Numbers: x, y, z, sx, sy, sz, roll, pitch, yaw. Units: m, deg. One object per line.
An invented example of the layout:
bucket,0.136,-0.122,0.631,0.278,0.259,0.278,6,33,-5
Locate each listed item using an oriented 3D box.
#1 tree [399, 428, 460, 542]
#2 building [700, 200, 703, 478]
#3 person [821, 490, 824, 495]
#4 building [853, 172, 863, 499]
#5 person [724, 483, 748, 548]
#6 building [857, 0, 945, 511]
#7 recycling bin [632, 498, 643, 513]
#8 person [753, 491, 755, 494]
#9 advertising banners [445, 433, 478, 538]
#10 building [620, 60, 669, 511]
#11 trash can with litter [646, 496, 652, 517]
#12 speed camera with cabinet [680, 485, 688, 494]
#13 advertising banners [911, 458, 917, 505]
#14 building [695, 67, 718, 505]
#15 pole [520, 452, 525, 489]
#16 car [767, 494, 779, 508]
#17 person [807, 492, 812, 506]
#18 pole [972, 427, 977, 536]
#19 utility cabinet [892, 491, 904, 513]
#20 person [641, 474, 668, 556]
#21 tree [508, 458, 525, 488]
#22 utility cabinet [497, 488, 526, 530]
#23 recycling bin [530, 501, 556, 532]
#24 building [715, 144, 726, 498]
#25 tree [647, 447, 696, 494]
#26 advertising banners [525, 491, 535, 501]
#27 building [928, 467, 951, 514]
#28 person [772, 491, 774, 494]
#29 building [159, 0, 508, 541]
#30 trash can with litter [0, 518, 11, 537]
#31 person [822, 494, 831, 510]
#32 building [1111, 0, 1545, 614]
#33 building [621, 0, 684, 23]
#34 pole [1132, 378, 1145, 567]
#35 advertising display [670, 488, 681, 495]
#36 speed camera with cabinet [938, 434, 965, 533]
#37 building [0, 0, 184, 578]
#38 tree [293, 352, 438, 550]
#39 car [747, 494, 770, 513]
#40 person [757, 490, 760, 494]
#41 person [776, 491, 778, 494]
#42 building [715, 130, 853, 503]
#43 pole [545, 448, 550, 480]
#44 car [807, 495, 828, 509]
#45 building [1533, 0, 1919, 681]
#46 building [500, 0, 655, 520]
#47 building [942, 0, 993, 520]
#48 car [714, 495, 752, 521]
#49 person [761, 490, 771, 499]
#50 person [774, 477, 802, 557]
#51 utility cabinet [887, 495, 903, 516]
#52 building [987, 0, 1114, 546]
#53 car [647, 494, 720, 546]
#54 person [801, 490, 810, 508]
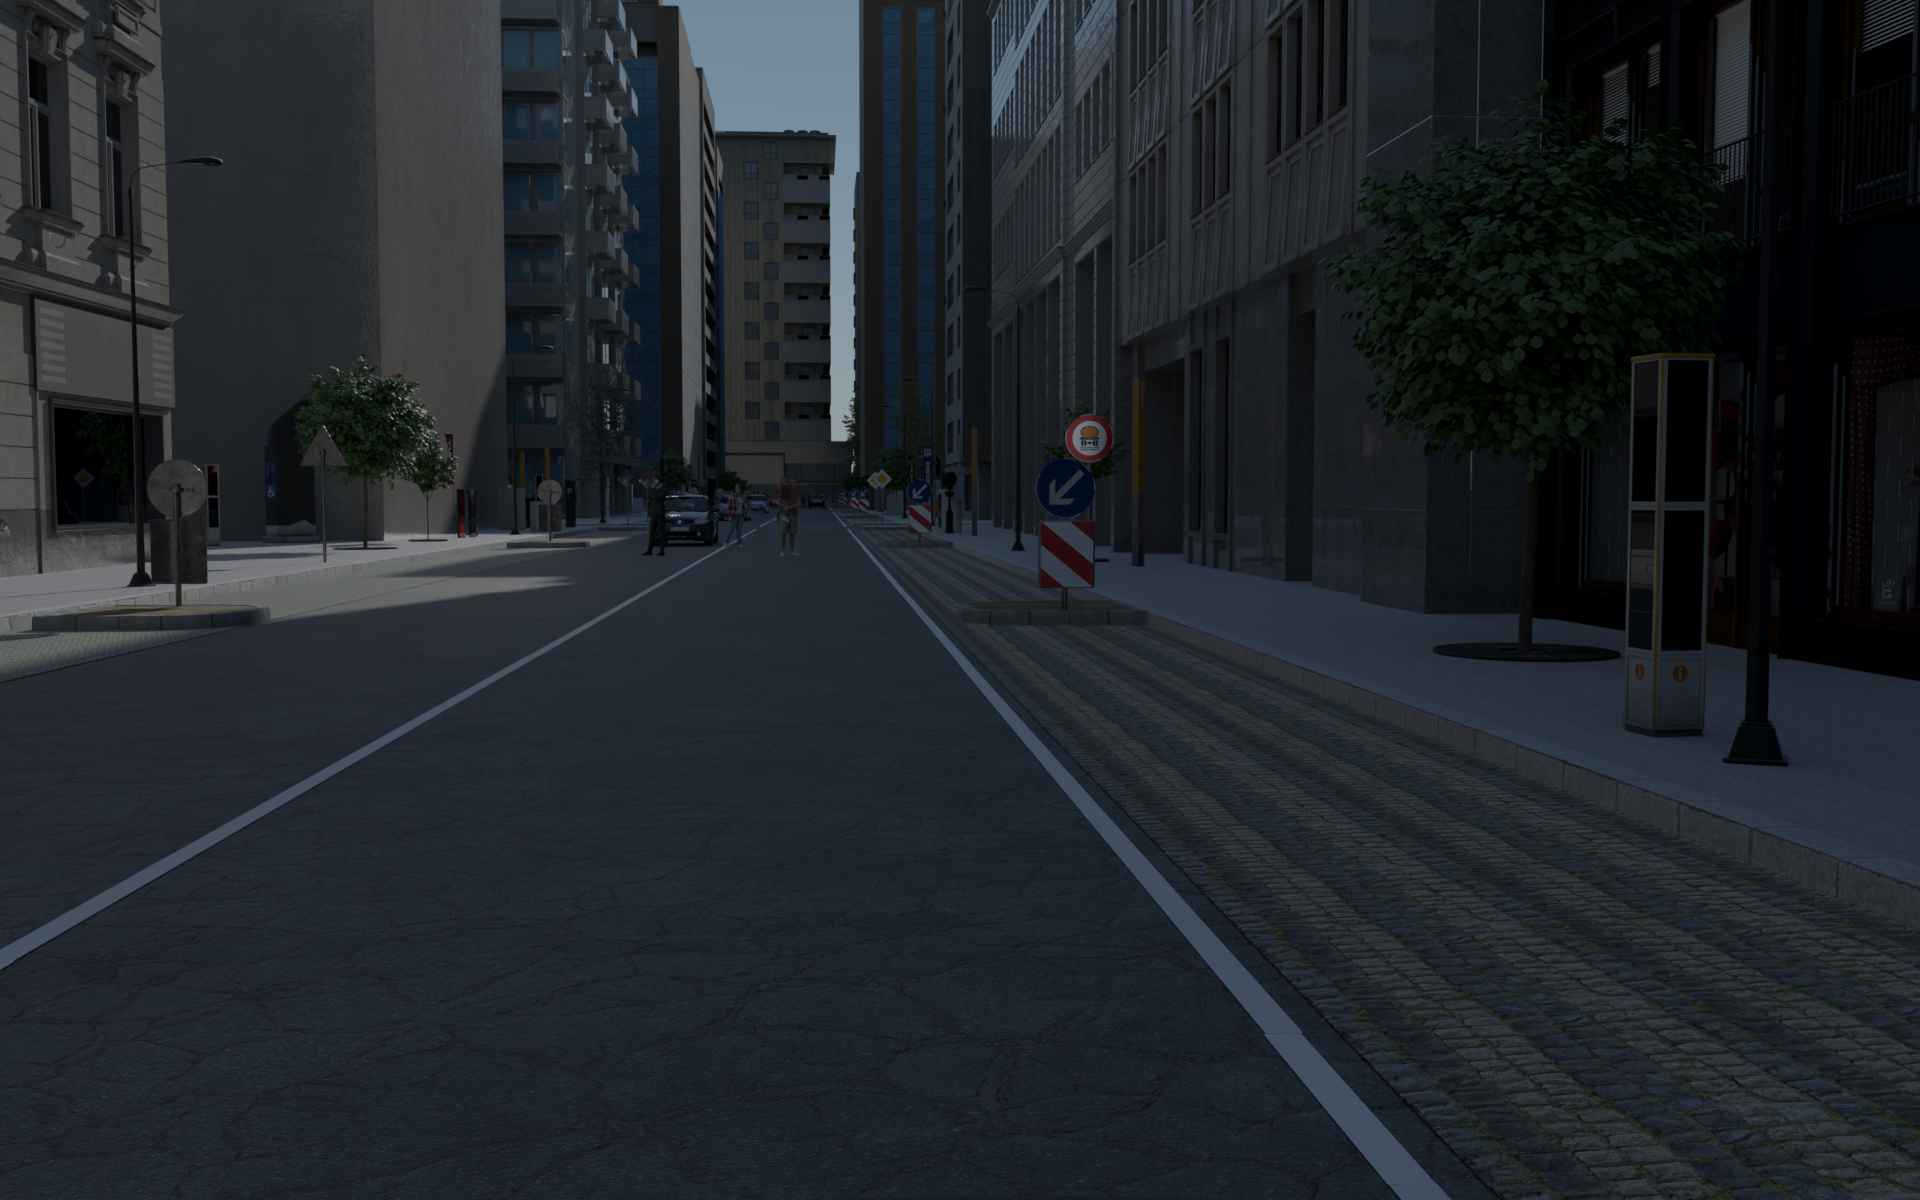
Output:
tree,-14.305,-3.199,46.898,1.663,3.219,1.824,0,3,0
building,-33.002,-31.868,171.146,14.600,45.320,14.200,0,4,-5
person,-15.005,-10.917,186.869,0.599,1.838,0.709,0,4,-2
building,-4.487,-38.190,248.106,21.600,48.544,21.300,0,4,-5
person,-5.926,-2.234,45.872,0.563,1.720,0.643,-3,5,-44
building,-1.075,-30.014,140.836,14.600,45.320,14.200,0,4,-5
recycling bin,-21.683,-6.311,115.732,0.722,1.027,0.722,-3,5,-44
person,-19.082,-9.309,161.410,0.721,1.735,1.217,2,4,27
advertising banners,-14.581,-3.329,50.622,0.090,3.025,2.074,1,4,9
building,-38.804,-26.950,132.506,32.217,40.220,23.993,0,4,-5
trash can with litter,-17.174,-5.197,96.350,0.624,1.170,1.055,-1,4,-9
speed camera with cabinet,-21.328,-8.515,133.563,0.660,3.252,2.038,1,4,16
advertising banners,-2.245,-5.390,84.309,0.090,3.025,2.074,-1,4,-8
building,-37.882,-34.549,188.575,21.300,48.544,21.600,0,4,-5
pole,-21.221,-5.516,84.023,0.158,3.312,0.155,0,3,0
car,-19.276,-10.524,181.110,2.155,1.783,4.494,0,4,-4
person,-18.109,-12.217,209.043,0.742,1.727,0.445,2,4,24
pole,0.447,-3.622,53.057,0.158,3.312,0.155,0,3,0
utility cabinet,-4.185,-6.749,119.020,0.318,1.500,1.173,-3,5,-42
person,-7.105,-1.991,40.423,0.648,1.900,0.474,3,5,44
tree,-20.717,-5.112,78.185,1.663,3.219,1.824,0,3,0
utility cabinet,-15.871,-3.219,61.316,1.173,1.500,0.318,3,4,36
recycling bin,-14.299,-2.867,59.428,0.722,1.027,0.722,-2,4,-32
building,-36.928,-34.636,216.405,14.200,45.320,14.600,0,4,-5
tree,-20.056,-8.344,120.142,4.285,4.588,4.351,0,3,0
advertising banners,-17.302,-4.389,67.954,2.074,3.025,0.090,-1,4,-13
building,14.329,-25.886,115.116,32.217,40.220,23.993,0,4,-5
person,-24.632,-13.399,227.563,0.705,1.826,1.348,0,4,-4
building,-33.492,-15.306,54.762,34.151,26.468,19.350,0,4,-5
trash can with litter,-11.055,-0.495,19.484,0.624,1.170,1.055,-2,4,-26
person,-11.924,-8.705,154.050,0.991,1.433,0.599,-3,4,-36
building,10.128,-12.849,28.100,12.078,24.808,19.932,0,4,-5
building,-31.697,-31.004,157.032,14.600,45.320,14.200,0,4,-5
pole,3.161,-2.250,30.626,0.158,3.312,0.155,0,3,0
advertising display,-21.240,-7.578,129.115,0.974,1.923,0.123,1,4,14
speed camera with cabinet,-0.306,-3.893,57.984,0.660,3.252,2.038,-1,4,-10
building,-21.605,-14.482,13.197,17.030,29.872,44.131,0,4,-5
tree,-13.828,-3.452,40.162,4.285,4.588,4.351,0,3,0
car,-15.177,-7.177,129.349,2.014,1.417,4.499,0,4,-3
person,-20.358,-10.144,174.294,0.705,1.831,1.348,2,4,24
person,-21.422,-11.858,202.388,0.705,1.822,1.348,1,4,15
building,-29.472,-40.378,249.419,27.495,52.752,28.713,0,4,-5
pole,-18.190,-5.049,76.390,0.158,3.312,0.155,0,3,0
car,-13.781,-9.484,167.651,1.945,1.354,3.894,0,4,-6
building,12.708,-11.022,9.885,12.332,23.373,15.834,0,4,-5
building,-30.255,-29.239,97.660,23.786,49.044,30.456,0,4,-5
building,6.611,-19.313,87.463,14.107,30.474,14.160,0,4,-5
car,-12.291,-5.020,94.078,2.014,1.417,4.499,0,4,-3
person,-18.828,-9.672,166.768,1.348,1.807,0.705,-2,4,-30
person,-3.958,-1.909,39.685,0.573,1.828,0.580,2,4,31
utility cabinet,-3.876,-5.620,103.049,1.020,1.237,0.306,3,5,40
building,7.799,-16.830,52.670,11.434,29.767,29.804,0,4,-5
car,-7.800,-2.407,49.144,2.009,1.686,4.222,0,4,-5
person,-16.255,-10.466,179.704,1.350,1.814,0.705,0,4,-4
